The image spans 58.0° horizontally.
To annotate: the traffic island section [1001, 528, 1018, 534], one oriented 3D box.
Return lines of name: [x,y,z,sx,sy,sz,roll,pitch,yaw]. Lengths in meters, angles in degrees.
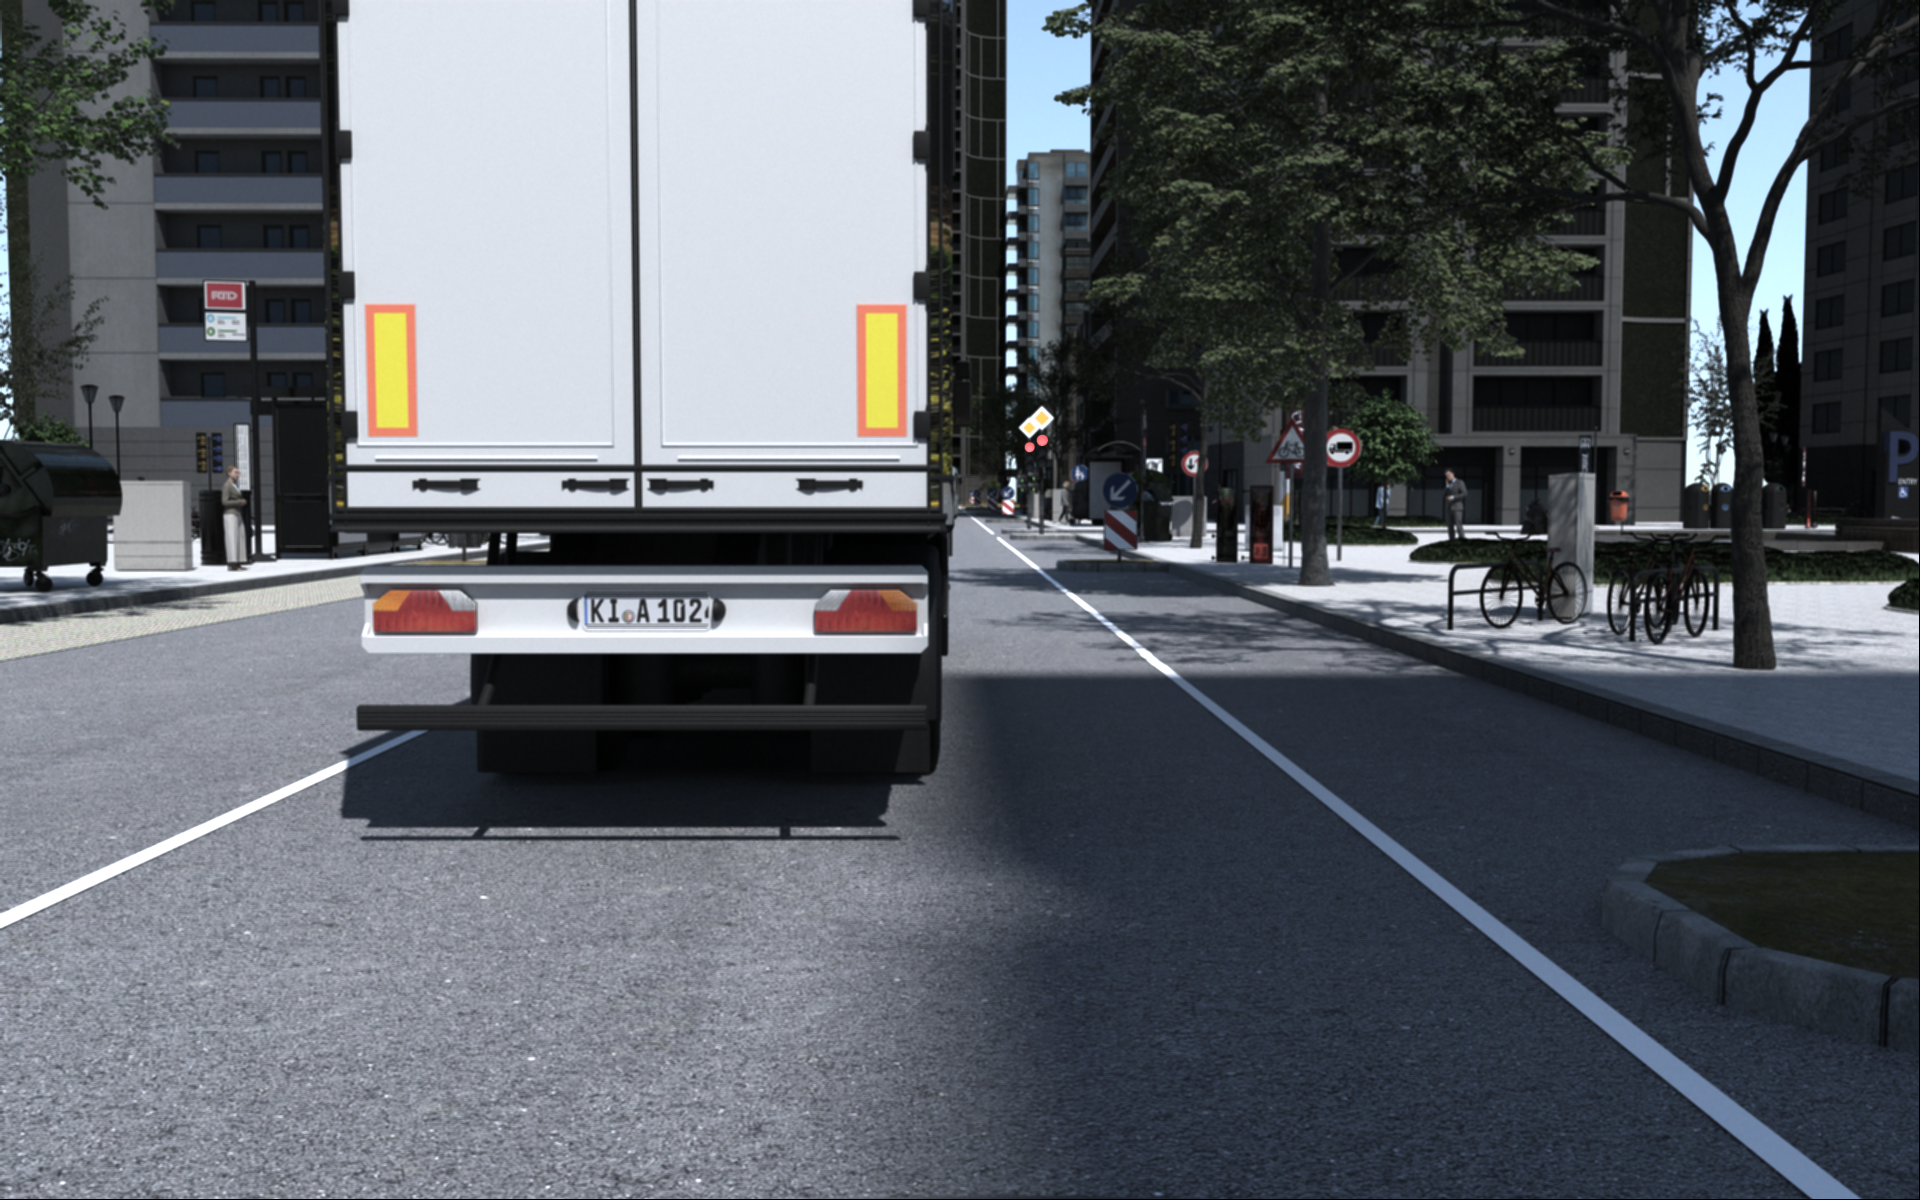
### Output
traffic island section: [2.543,-2.504,63.215,2.009,0.180,2.903,0,4,-1]

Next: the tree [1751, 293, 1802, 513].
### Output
tree: [59.670,-13.291,119.121,13.155,14.587,18.604,0,4,-5]

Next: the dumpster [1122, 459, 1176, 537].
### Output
dumpster: [5.267,-2.853,49.145,1.502,2.255,1.985,0,4,-1]

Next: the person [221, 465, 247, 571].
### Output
person: [-12.103,-1.367,28.938,0.362,1.759,0.519,0,4,-3]

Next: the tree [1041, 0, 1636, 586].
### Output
tree: [5.012,-6.443,23.465,7.486,12.596,7.792,0,3,0]

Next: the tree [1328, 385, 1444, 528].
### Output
tree: [12.954,-4.203,52.428,4.285,4.588,4.351,0,3,0]

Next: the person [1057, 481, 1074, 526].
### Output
person: [4.292,-3.919,70.293,0.728,1.800,0.709,1,4,23]

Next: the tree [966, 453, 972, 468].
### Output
tree: [3.105,-15.521,204.128,4.360,8.622,3.978,0,3,0]

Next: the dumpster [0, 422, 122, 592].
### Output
dumpster: [-12.442,-1.270,23.253,1.502,2.255,1.985,0,4,-1]

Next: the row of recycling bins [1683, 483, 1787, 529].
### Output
row of recycling bins: [28.450,-3.459,63.666,3.534,1.692,1.069,0,4,6]

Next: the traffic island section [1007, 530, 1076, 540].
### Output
traffic island section: [2.623,-2.015,55.230,2.009,0.180,2.903,0,4,-1]

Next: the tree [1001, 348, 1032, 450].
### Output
tree: [5.725,-9.881,95.962,7.601,10.594,8.767,-2,4,-32]

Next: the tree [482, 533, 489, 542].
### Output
tree: [-13.115,-6.836,46.179,7.601,10.594,8.767,-1,4,-11]

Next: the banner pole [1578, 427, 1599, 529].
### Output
banner pole: [23.438,-4.559,64.564,0.863,3.779,0.401,3,5,43]

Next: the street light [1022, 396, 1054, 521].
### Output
street light: [3.848,-6.694,81.992,1.470,5.913,1.316,0,4,-1]

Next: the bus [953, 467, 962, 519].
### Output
bus: [-1.450,-6.394,99.397,2.948,3.499,13.247,0,4,1]

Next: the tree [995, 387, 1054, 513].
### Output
tree: [4.278,-10.319,119.079,4.737,8.622,4.395,0,3,0]

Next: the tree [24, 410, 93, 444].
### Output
tree: [-35.624,-5.134,67.650,4.285,4.588,4.351,0,3,0]

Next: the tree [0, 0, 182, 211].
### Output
tree: [-11.678,-5.589,17.143,9.928,11.665,9.643,0,3,0]

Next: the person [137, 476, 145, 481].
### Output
person: [-25.358,-2.911,53.621,0.713,1.824,0.794,3,5,43]

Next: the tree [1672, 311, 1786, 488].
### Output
tree: [29.636,-7.166,67.527,4.360,8.622,3.978,0,3,0]

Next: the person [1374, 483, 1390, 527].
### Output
person: [15.203,-3.433,62.437,0.793,1.790,0.793,2,4,35]

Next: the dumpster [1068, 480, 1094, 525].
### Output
dumpster: [5.205,-4.105,72.870,1.264,1.857,1.865,0,4,-1]

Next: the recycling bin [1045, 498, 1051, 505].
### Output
recycling bin: [6.272,-6.807,123.850,0.722,1.027,0.722,-1,4,-20]

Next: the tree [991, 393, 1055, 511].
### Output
tree: [4.945,-10.771,126.462,4.360,8.622,3.978,0,3,0]

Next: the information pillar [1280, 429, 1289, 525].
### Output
information pillar: [11.669,-4.339,62.298,0.183,3.616,0.504,-2,4,-25]

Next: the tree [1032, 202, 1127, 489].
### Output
tree: [5.942,-6.504,40.756,7.601,10.594,8.767,0,4,8]

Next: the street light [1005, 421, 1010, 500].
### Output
street light: [3.551,-8.382,109.585,1.470,5.913,1.316,0,4,-1]

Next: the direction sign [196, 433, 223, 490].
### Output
direction sign: [-27.764,-4.411,64.123,0.876,3.537,0.379,-2,4,-32]

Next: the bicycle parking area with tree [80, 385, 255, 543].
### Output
bicycle parking area with tree: [-23.568,-3.738,48.121,9.016,4.147,8.231,0,4,-5]

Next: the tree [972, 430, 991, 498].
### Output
tree: [3.524,-14.406,185.892,4.360,8.622,3.978,0,3,0]

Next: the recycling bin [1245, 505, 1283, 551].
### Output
recycling bin: [6.854,-1.621,39.055,0.722,1.027,0.722,0,4,-3]

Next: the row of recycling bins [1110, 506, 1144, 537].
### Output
row of recycling bins: [5.383,-2.828,53.349,1.069,1.692,3.534,-1,4,-10]

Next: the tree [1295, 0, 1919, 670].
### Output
tree: [5.891,-4.794,12.793,8.767,10.594,7.601,0,4,2]

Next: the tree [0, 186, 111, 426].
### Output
tree: [-22.849,-5.550,41.110,4.360,8.622,3.978,0,3,0]

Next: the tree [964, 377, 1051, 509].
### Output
tree: [4.211,-13.903,153.073,9.928,11.665,9.643,0,3,0]

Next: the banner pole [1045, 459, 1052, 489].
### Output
banner pole: [5.442,-7.288,109.173,0.863,3.779,0.401,0,4,7]

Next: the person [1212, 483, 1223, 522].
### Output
person: [11.613,-4.306,76.727,0.850,1.792,0.678,2,4,26]

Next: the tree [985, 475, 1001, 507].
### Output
tree: [3.334,-11.048,175.239,1.663,3.219,1.824,0,3,0]

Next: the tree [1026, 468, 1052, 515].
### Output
tree: [4.962,-6.921,107.762,1.663,3.219,1.824,0,3,0]

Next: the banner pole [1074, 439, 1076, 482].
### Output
banner pole: [5.253,-5.451,79.144,0.401,3.779,0.863,0,4,5]

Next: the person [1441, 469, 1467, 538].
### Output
person: [11.036,-2.012,38.748,0.447,1.846,0.655,-2,4,-30]

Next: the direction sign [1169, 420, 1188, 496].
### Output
direction sign: [6.740,-3.764,53.537,0.379,3.537,0.876,-2,4,-33]

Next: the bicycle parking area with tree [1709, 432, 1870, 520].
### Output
bicycle parking area with tree: [39.110,-5.835,82.411,9.016,4.147,8.231,3,5,44]
